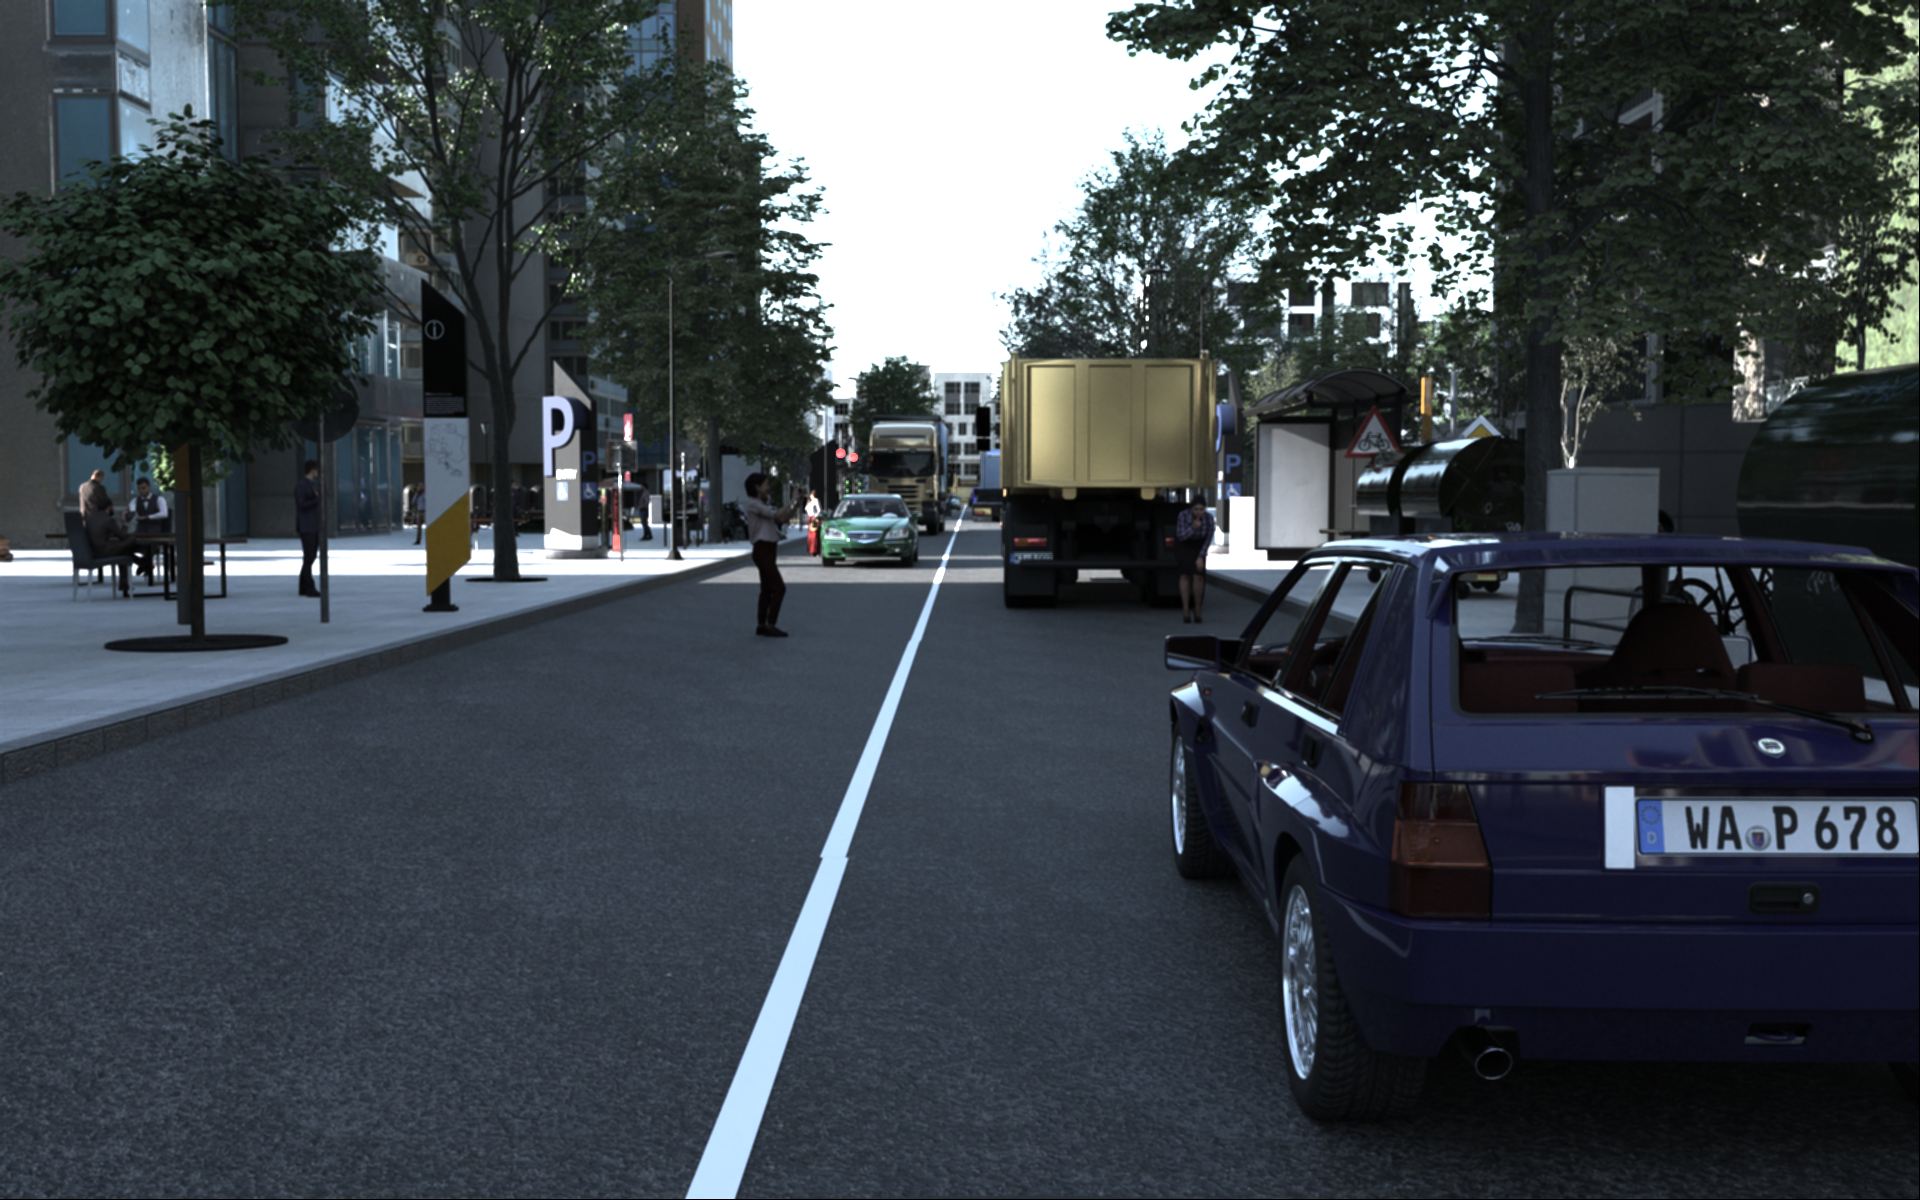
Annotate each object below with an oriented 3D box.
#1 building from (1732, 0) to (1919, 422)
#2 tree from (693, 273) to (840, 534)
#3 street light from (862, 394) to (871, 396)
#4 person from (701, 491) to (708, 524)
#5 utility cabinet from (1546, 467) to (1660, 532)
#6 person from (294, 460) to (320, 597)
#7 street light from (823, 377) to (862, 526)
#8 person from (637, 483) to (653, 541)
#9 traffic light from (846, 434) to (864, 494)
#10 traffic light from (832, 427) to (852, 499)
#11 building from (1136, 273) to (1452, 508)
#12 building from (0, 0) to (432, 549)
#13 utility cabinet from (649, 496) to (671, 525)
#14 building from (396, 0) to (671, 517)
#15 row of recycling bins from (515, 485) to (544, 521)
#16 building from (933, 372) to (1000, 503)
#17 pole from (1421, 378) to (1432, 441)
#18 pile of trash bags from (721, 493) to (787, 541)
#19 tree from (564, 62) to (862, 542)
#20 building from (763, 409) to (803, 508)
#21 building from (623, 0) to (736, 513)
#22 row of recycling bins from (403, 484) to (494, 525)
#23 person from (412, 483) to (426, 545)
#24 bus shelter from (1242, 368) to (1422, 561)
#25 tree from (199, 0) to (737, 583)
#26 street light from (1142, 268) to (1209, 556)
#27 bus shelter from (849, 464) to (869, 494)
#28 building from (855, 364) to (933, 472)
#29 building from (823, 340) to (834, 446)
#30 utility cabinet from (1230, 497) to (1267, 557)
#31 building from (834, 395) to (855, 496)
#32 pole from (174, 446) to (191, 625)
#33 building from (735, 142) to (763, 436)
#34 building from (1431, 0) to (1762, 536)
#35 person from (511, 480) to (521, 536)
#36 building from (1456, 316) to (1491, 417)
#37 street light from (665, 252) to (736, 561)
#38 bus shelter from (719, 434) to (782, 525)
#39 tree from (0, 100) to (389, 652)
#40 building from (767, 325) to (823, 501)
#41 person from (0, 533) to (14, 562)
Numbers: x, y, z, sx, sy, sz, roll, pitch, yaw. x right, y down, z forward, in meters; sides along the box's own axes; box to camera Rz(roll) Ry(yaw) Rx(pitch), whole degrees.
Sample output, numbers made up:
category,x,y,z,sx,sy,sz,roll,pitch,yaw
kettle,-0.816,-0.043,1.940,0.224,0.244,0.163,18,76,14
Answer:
category,x,y,z,sx,sy,sz,roll,pitch,yaw
building,23.353,-21.365,32.916,14.154,41.232,14.086,0,4,0
tree,-5.822,-6.409,55.149,4.737,8.622,4.395,0,3,0
street light,-4.841,-6.600,80.450,1.470,5.913,1.316,0,4,0
person,-10.943,-3.913,73.252,0.726,1.434,0.776,-1,4,-20
utility cabinet,5.374,-0.357,14.520,1.173,1.500,0.318,-3,4,-37
person,-8.136,-0.901,21.687,0.530,1.710,0.541,1,4,12
street light,-4.785,-5.894,68.908,1.470,5.913,1.316,0,4,0
person,-8.669,-2.417,47.512,0.435,1.587,0.963,-1,4,-18
traffic light,-4.906,-5.602,80.519,0.839,4.253,0.868,0,4,0
traffic light,-4.952,-5.114,72.534,0.839,4.253,0.868,0,4,0
building,31.466,-20.324,176.264,27.936,21.610,32.646,0,4,0
building,-31.929,-26.241,48.642,30.456,49.044,23.786,0,4,0
utility cabinet,-12.596,-3.795,73.212,1.020,1.237,0.306,-1,4,-21
building,-33.190,-25.098,102.235,32.217,40.220,23.993,0,4,0
row of recycling bins,-21.269,-4.562,81.699,3.534,1.692,1.069,-2,4,-26
building,11.943,-23.974,258.425,31.486,18.905,16.747,0,4,0
pole,8.186,-2.238,30.442,0.158,3.312,0.155,0,3,0
pile of trash bags,-5.814,-2.414,49.224,1.912,1.369,3.447,0,4,1
tree,-7.070,-7.855,46.555,7.486,12.596,7.792,0,3,0
building,-20.050,-14.008,171.181,9.099,9.664,28.070,0,4,0
building,-23.689,-28.847,121.765,14.600,45.320,14.200,0,4,0
row of recycling bins,-21.314,-3.955,71.781,3.534,1.692,1.069,0,4,2
person,-13.650,-2.195,43.987,0.516,1.574,0.319,1,4,16
bus shelter,6.399,-2.240,30.553,2.014,3.302,5.546,0,4,0
tree,-6.779,-6.084,25.222,9.928,11.665,9.643,0,3,0
street light,4.445,-3.867,35.763,1.470,5.913,1.316,0,4,0
bus shelter,-6.611,-7.560,117.535,2.014,3.302,5.546,0,4,0
building,-9.782,-24.602,258.665,11.380,20.091,16.016,0,4,0
building,-21.453,-21.823,213.224,11.380,20.091,16.016,0,4,0
utility cabinet,6.060,-1.489,35.503,1.020,1.237,0.306,2,4,32
building,-31.291,-24.016,259.112,31.486,18.905,16.747,0,4,0
pole,-7.601,-1.415,16.981,0.158,3.312,0.155,0,3,0
building,-23.363,-22.302,136.344,14.160,30.474,14.107,0,4,0
building,26.787,-37.376,49.342,20.563,71.187,20.611,0,4,0
person,-13.478,-2.762,52.125,0.541,1.710,0.530,-2,4,-29
building,64.210,-22.183,206.670,32.646,21.610,27.936,0,4,0
street light,-4.991,-3.719,33.352,1.470,5.913,1.316,0,4,0
bus shelter,-7.493,-4.139,61.602,2.014,3.302,5.546,0,4,0
tree,-6.559,-1.887,14.566,4.285,4.588,4.351,0,3,0
building,-23.949,-20.469,191.095,16.016,20.091,11.380,0,4,0
person,-18.069,-0.984,32.601,0.357,0.543,0.381,3,5,41
